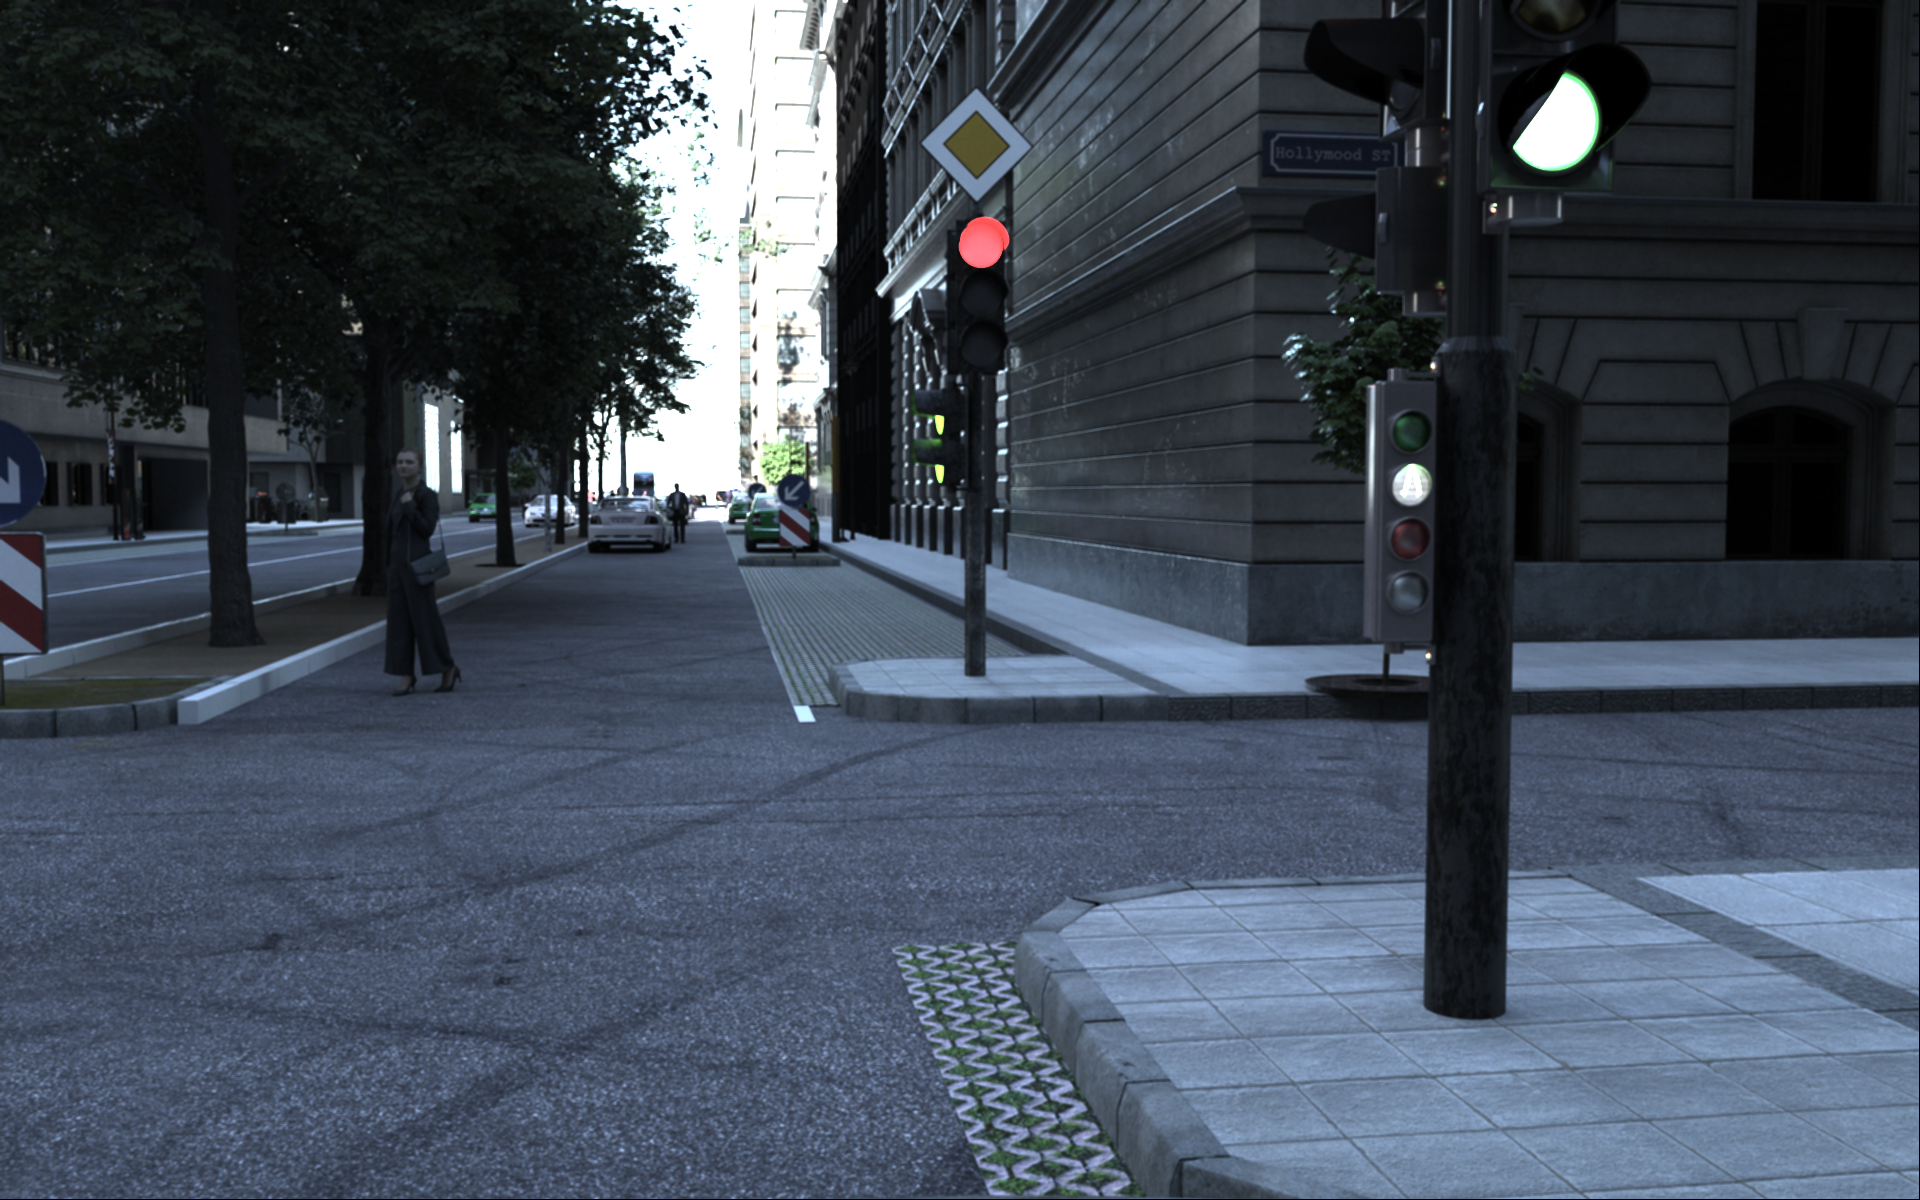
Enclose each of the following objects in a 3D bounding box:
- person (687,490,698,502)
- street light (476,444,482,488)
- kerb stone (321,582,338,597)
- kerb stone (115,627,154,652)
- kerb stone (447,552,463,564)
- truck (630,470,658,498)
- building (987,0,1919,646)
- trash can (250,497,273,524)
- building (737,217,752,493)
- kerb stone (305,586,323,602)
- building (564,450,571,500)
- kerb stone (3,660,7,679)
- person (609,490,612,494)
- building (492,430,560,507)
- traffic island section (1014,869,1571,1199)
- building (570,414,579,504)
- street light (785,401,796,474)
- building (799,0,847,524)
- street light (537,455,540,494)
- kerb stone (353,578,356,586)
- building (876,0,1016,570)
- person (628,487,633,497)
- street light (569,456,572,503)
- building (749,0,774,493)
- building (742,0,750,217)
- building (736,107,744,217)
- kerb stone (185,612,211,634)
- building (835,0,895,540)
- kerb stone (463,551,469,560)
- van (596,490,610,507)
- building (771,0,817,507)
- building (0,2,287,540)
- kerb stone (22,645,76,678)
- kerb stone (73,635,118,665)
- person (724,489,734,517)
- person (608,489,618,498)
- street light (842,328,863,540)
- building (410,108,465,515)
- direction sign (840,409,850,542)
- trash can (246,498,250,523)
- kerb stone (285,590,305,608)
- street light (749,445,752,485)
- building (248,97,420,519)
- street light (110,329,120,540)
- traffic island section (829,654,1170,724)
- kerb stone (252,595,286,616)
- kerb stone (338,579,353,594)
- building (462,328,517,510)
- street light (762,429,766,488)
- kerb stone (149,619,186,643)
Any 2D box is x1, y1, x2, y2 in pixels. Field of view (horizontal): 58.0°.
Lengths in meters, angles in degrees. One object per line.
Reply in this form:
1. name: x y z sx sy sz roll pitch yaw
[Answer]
1. person: -22.026 -8.115 141.892 1.217 1.735 0.721 -3 5 -41
2. street light: -34.406 -9.231 123.720 0.468 5.910 1.993 -1 4 -8
3. kerb stone: -8.856 -0.116 24.095 0.120 0.150 1.000 -1 4 -8
4. kerb stone: -7.680 0.382 15.973 0.120 0.150 1.000 -1 4 -8
5. kerb stone: -10.607 -0.862 36.297 0.120 0.150 1.000 -1 4 -8
6. truck: -35.787 -12.708 197.532 2.967 4.110 18.799 -1 4 -8
7. building: 18.447 -12.372 21.362 34.723 24.649 14.460 -1 4 -8
8. trash can: -30.255 -3.894 75.317 0.748 1.137 0.748 0 3 0
9. building: -16.371 -25.156 182.998 14.160 30.474 14.107 -1 4 -8
10. kerb stone: -8.703 -0.050 23.080 0.120 0.150 1.000 -1 4 -8
11. building: -52.956 -26.233 200.614 14.160 30.474 14.107 -1 4 -8
12. kerb stone: -7.239 0.567 12.931 0.120 0.150 1.000 -1 4 -8
13. person: -31.450 -9.017 155.920 0.705 1.826 1.348 -1 4 -20
14. building: -53.432 -38.921 178.351 21.231 58.520 28.212 -1 4 -8
15. traffic island section: 1.271 1.097 4.346 2.009 0.180 2.903 -1 4 -8
16. building: -59.828 -34.645 221.069 22.147 44.769 28.867 -1 4 -8
17. street light: -8.426 -6.932 86.130 0.468 5.910 1.993 -1 4 -8
18. building: 0.441 -17.663 76.187 14.401 28.519 23.554 -1 4 -8
19. street light: -40.769 -11.930 167.835 0.468 5.910 1.993 -1 4 -8
20. kerb stone: -9.152 -0.238 26.130 0.120 0.150 1.000 -1 4 -8
21. building: 4.146 -12.804 38.224 11.050 23.489 19.941 -1 4 -8
22. person: -17.823 -5.158 92.849 1.348 1.823 0.705 3 5 41
23. street light: -46.299 -14.259 205.928 0.468 5.910 1.993 -1 4 -8
24. building: -7.450 -32.320 152.135 21.300 48.544 21.600 -1 4 -8
25. building: -14.787 -40.472 203.709 21.231 58.520 28.212 -1 4 -8
26. building: -15.280 -39.346 232.552 28.713 52.752 27.495 -1 4 -8
27. kerb stone: -7.970 0.261 18.007 0.120 0.150 1.000 -1 4 -8
28. building: 2.672 -13.879 56.595 12.332 23.373 15.834 -1 4 -8
29. kerb stone: -10.757 -0.925 37.315 0.120 0.150 1.000 -1 4 -8
30. van: -37.197 -10.665 181.382 2.013 2.044 4.112 -1 4 -10
31. building: -4.171 -25.643 102.850 14.154 41.232 14.086 -1 4 -8
32. building: -31.474 -14.275 52.457 14.314 24.678 30.058 -1 4 -8
33. kerb stone: -7.386 0.505 13.942 0.120 0.150 1.000 -1 4 -8
34. kerb stone: -7.529 0.442 14.962 0.120 0.150 1.000 -1 4 -8
35. person: -14.299 -5.998 107.010 0.683 1.767 0.568 -1 4 -15
36. person: -28.353 -8.158 141.519 0.705 1.869 1.348 3 5 39
37. street light: -3.010 -4.624 48.396 0.468 5.910 1.993 -1 4 -8
38. building: -43.969 -48.800 110.560 22.319 86.520 31.000 -1 4 -8
39. direction sign: -3.144 -3.326 46.378 0.379 3.537 0.876 0 4 2
40. trash can: -31.495 -3.967 76.518 0.748 1.137 0.748 0 3 0
41. kerb stone: -8.557 0.008 22.068 0.120 0.150 1.000 -1 4 -8
42. street light: -19.535 -11.559 161.771 0.468 5.910 1.993 -1 4 -8
43. building: -36.912 -19.501 90.541 14.160 30.474 14.107 -1 4 -8
44. street light: -23.480 -4.601 48.012 0.468 5.910 1.993 -1 4 -8
45. traffic island section: 0.130 0.614 12.250 2.009 0.180 2.903 -1 4 -8
46. kerb stone: -8.414 0.072 21.048 0.120 0.150 1.000 -1 4 -8
47. kerb stone: -8.999 -0.178 25.113 0.120 0.150 1.000 -1 4 -8
48. building: -51.399 -33.699 140.215 28.713 52.752 27.495 -1 4 -8
49. street light: -13.974 -9.252 124.057 0.468 5.910 1.993 -1 4 -8
50. kerb stone: -7.828 0.319 16.984 0.120 0.150 1.000 -1 4 -8
